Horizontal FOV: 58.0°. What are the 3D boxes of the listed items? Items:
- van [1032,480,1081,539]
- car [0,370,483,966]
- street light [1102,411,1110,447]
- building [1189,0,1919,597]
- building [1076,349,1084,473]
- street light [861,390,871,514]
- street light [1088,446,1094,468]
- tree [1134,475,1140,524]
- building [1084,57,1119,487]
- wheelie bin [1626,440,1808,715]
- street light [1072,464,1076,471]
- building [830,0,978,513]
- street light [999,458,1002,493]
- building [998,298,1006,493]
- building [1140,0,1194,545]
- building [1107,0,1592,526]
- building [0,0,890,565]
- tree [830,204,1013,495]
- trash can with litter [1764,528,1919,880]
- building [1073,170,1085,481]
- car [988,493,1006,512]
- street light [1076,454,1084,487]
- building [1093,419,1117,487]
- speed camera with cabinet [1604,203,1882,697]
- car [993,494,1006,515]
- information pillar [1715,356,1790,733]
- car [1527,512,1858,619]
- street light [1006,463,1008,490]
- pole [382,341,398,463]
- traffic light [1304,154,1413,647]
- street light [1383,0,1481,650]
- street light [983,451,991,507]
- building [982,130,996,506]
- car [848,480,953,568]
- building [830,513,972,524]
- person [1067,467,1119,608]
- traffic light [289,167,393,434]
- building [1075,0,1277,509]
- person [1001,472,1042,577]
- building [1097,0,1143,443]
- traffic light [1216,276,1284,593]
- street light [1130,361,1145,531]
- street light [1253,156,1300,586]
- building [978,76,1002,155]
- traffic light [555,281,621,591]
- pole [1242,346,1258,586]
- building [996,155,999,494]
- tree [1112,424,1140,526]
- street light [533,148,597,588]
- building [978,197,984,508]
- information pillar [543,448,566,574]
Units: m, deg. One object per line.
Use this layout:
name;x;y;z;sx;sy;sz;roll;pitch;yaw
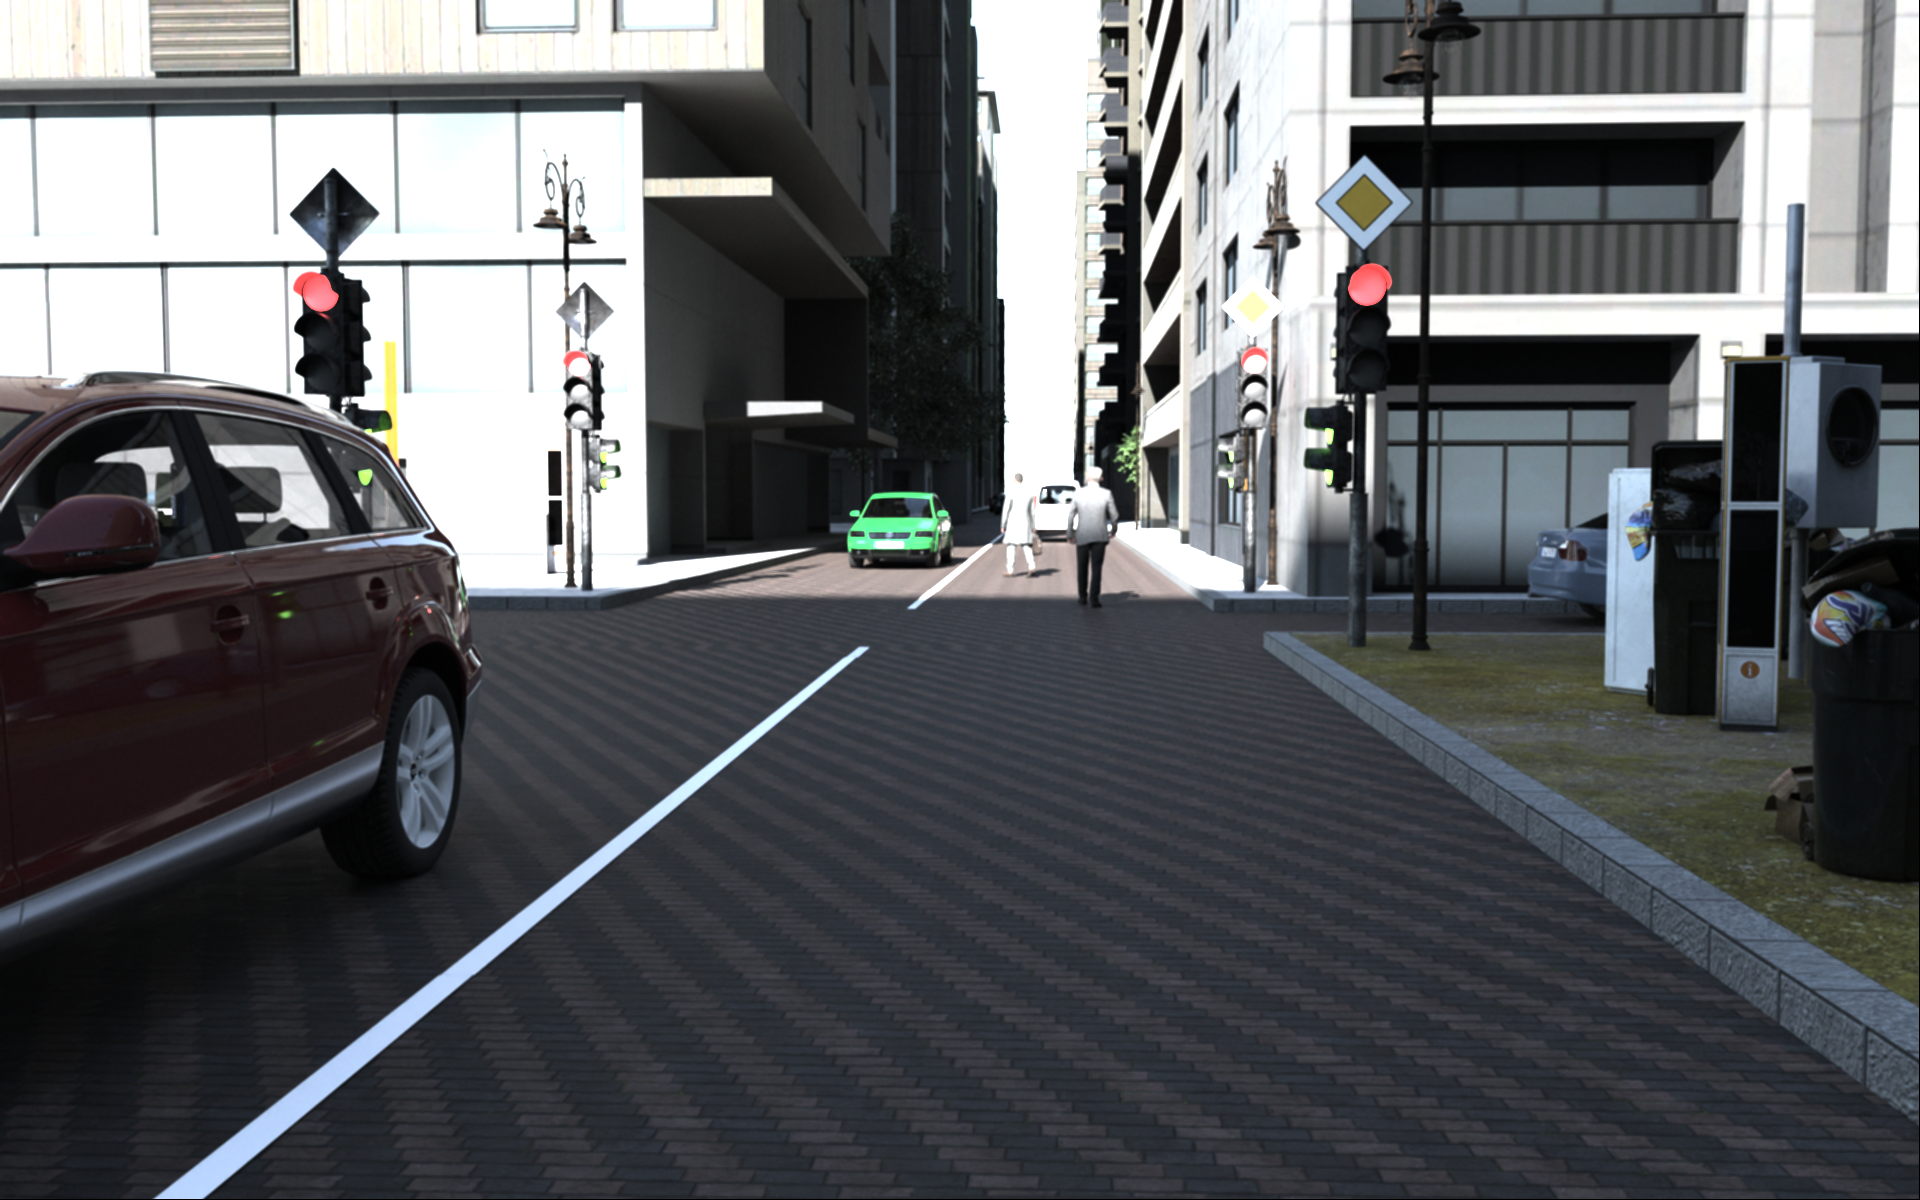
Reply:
van;3.016;-2.808;52.922;2.013;2.044;4.112;0;4;3
car;-3.105;0.219;5.093;2.281;1.827;5.304;0;4;4
street light;8.387;-7.745;99.418;0.468;5.910;1.993;0;4;3
building;15.156;-36.133;29.023;20.611;71.187;20.563;0;4;3
building;28.791;-22.958;220.394;27.650;21.520;28.899;0;4;3
street light;-3.363;-5.329;59.916;0.468;5.910;1.993;0;4;3
street light;10.260;-9.970;135.789;0.468;5.910;1.993;0;4;3
tree;8.167;-4.816;73.348;1.663;3.219;1.824;0;3;0
building;18.925;-29.480;165.588;14.154;41.232;14.086;0;4;3
wheelie bin;4.420;-0.137;10.153;0.980;1.594;0.693;1;4;22
street light;14.750;-15.135;220.239;0.468;5.910;1.993;0;4;3
building;-5.754;-28.348;147.087;14.154;41.232;14.086;0;4;3
street light;5.142;-15.096;219.610;0.468;5.910;1.993;0;4;3
building;-0.762;-28.994;245.752;14.160;30.474;14.107;0;4;3
building;16.786;-26.206;52.176;21.300;48.544;21.600;0;4;3
building;17.655;-39.577;85.335;20.563;71.187;20.611;0;4;3
building;-16.098;-27.734;42.685;28.713;52.752;27.495;0;4;3
tree;-3.180;-9.211;67.607;9.611;12.733;9.660;0;3;0
trash can with litter;3.130;0.323;6.108;0.624;1.170;1.055;0;4;5
building;26.823;-37.998;244.972;21.300;48.544;21.600;0;4;3
car;3.304;-7.889;138.027;2.155;1.783;4.494;0;4;4
street light;12.826;-12.922;184.058;0.468;5.910;1.993;0;4;3
building;22.579;-50.692;141.478;22.319;86.520;31.000;0;4;3
speed camera with cabinet;5.197;-1.045;11.416;2.038;3.252;0.660;-2;4;-29
car;3.403;-6.731;121.856;2.131;1.459;4.920;0;4;4
information pillar;4.302;-0.301;9.413;0.304;2.012;0.304;1;4;20
car;8.670;-0.439;19.182;4.499;1.417;2.014;0;4;3
street light;7.009;-17.330;256.126;0.468;5.910;1.993;0;4;3
pole;-7.620;-1.797;23.216;0.158;3.312;0.155;0;3;0
traffic light;3.330;-1.564;14.497;0.839;4.253;0.868;0;4;3
street light;3.790;-2.527;14.108;0.468;5.910;1.993;0;4;3
street light;2.594;-12.238;172.872;0.468;5.910;1.993;0;4;3
building;-3.662;-30.922;189.174;14.154;41.232;14.086;0;4;3
car;-1.155;-1.597;34.905;1.959;1.807;4.718;0;4;5
building;-6.749;-24.308;81.031;14.154;41.232;14.086;0;4;3
person;1.694;-0.813;22.190;0.661;1.777;0.834;0;4;2
traffic light;-5.370;-1.592;14.945;0.839;4.253;0.868;0;4;3
building;23.422;-46.249;194.420;20.563;71.187;20.611;0;4;3
person;1.022;-1.299;29.847;0.694;1.812;0.767;-2;4;-26
building;20.225;-28.014;112.648;22.147;44.769;28.867;0;4;3
traffic light;3.756;-2.052;22.471;0.839;4.253;0.868;0;4;3
street light;6.171;-5.355;60.340;0.468;5.910;1.993;0;4;3
street light;4.382;-3.142;24.152;0.468;5.910;1.993;0;4;3
building;-9.333;-38.830;224.101;28.713;52.752;27.495;0;4;3
traffic light;-4.944;-2.079;22.918;0.839;4.253;0.868;0;4;3
pole;4.009;-1.841;23.942;0.158;3.312;0.155;0;3;0
building;-2.735;-31.788;203.321;14.154;41.232;14.086;0;4;3
tree;7.721;-5.216;69.003;4.285;4.588;4.351;0;3;0
street light;-5.355;-3.111;23.655;0.468;5.910;1.993;0;4;3
building;-5.046;-23.879;162.122;14.160;30.474;14.107;0;4;3
information pillar;-6.513;-1.427;27.820;0.304;2.012;0.304;-1;4;-19
